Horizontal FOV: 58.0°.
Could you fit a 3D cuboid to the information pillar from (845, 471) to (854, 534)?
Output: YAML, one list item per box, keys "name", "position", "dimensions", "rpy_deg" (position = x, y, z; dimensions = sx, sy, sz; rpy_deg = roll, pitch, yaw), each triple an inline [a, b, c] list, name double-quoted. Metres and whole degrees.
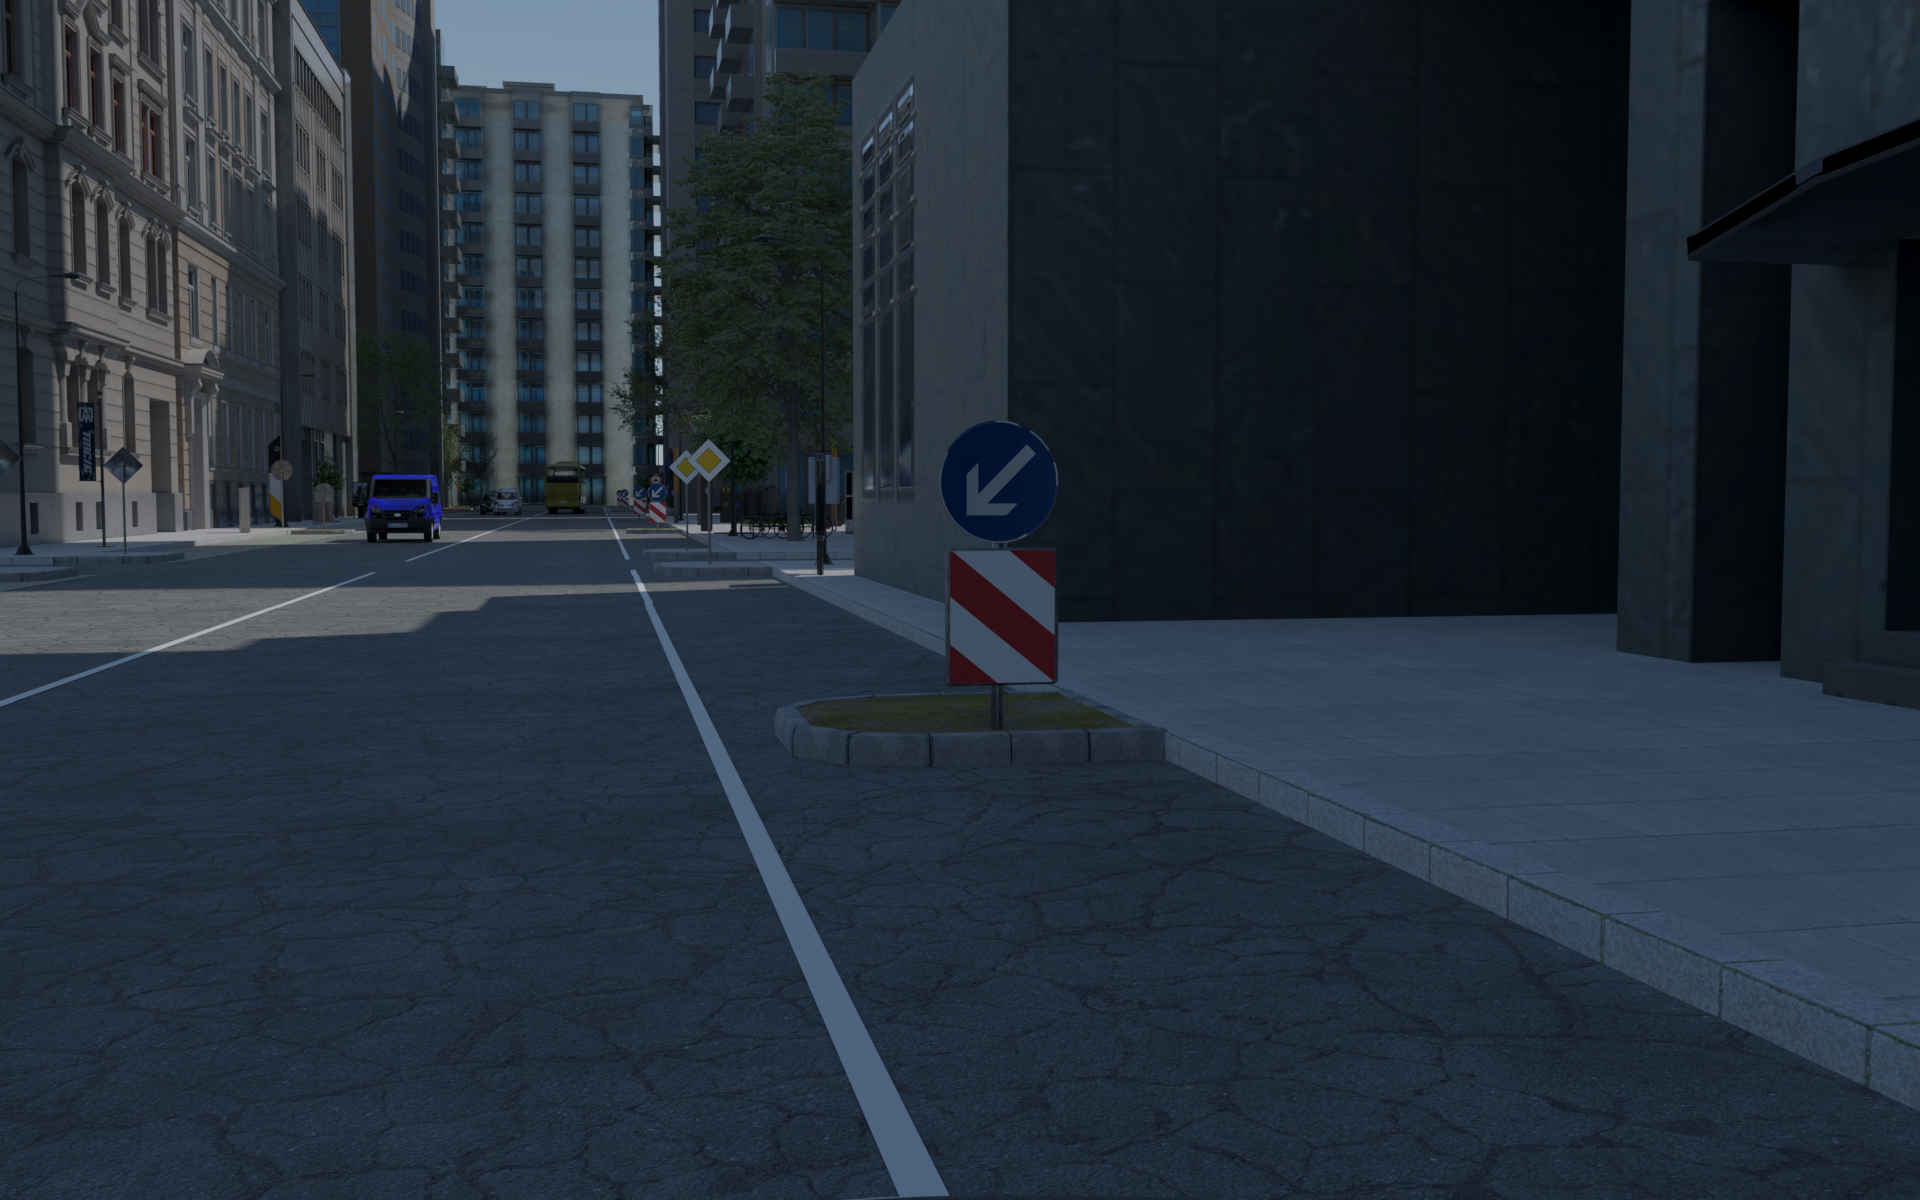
- name: "information pillar"
  position: [-3.496, -3.133, 55.713]
  dimensions: [0.304, 2.012, 0.304]
  rpy_deg: [2, 4, 24]

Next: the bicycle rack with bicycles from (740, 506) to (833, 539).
- name: "bicycle rack with bicycles"
  position: [-5.139, -2.264, 50.407]
  dimensions: [2.925, 0.926, 2.852]
  rpy_deg: [-1, 4, -17]

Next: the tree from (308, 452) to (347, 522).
- name: "tree"
  position: [-28.875, -5.146, 78.744]
  dimensions: [1.663, 3.219, 1.824]
  rpy_deg: [0, 3, 0]

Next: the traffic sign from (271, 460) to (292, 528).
- name: "traffic sign"
  position: [-25.403, -3.963, 64.904]
  dimensions: [0.768, 2.556, 0.104]
  rpy_deg: [0, 4, -4]

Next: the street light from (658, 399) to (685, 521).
- name: "street light"
  position: [-13.903, -6.738, 82.714]
  dimensions: [1.470, 5.913, 1.316]
  rpy_deg: [-1, 4, -12]

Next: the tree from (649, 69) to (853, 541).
- name: "tree"
  position: [-4.573, -7.856, 46.579]
  dimensions: [7.486, 12.596, 7.792]
  rpy_deg: [0, 3, 0]

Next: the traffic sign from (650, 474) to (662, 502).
- name: "traffic sign"
  position: [-19.636, -6.830, 111.775]
  dimensions: [0.768, 2.556, 0.104]
  rpy_deg: [0, 4, -8]

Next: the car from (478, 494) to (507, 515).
- name: "car"
  position: [-32.731, -6.835, 121.531]
  dimensions: [2.009, 1.686, 4.222]
  rpy_deg: [-1, 4, -13]

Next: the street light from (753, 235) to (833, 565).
- name: "street light"
  position: [-3.023, -3.597, 31.350]
  dimensions: [1.470, 5.913, 1.316]
  rpy_deg: [-1, 4, -12]

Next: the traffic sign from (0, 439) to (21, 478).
- name: "traffic sign"
  position: [-16.153, -1.553, 29.041]
  dimensions: [0.795, 2.450, 0.064]
  rpy_deg: [-1, 4, -12]

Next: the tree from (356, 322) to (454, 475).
- name: "tree"
  position: [-34.487, -10.995, 105.517]
  dimensions: [9.928, 11.665, 9.643]
  rpy_deg: [0, 3, 0]

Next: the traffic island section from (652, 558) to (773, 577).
- name: "traffic island section"
  position: [-4.534, -0.565, 31.522]
  dimensions: [2.009, 0.180, 2.903]
  rpy_deg: [-1, 4, -12]

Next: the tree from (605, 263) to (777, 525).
- name: "tree"
  position: [-10.966, -8.340, 70.777]
  dimensions: [7.601, 10.594, 8.767]
  rpy_deg: [-3, 4, -37]

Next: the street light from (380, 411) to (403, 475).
- name: "street light"
  position: [-31.938, -7.629, 97.277]
  dimensions: [1.470, 5.913, 1.316]
  rpy_deg: [-1, 4, -12]

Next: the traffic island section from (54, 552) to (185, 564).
- name: "traffic island section"
  position: [-17.811, -0.895, 36.914]
  dimensions: [2.009, 0.180, 2.903]
  rpy_deg: [-1, 4, -12]

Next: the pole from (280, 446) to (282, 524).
- name: "pole"
  position: [-28.767, -4.865, 73.385]
  dimensions: [0.158, 3.312, 0.155]
  rpy_deg: [0, 3, 0]

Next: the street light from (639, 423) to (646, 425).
- name: "street light"
  position: [-20.230, -8.595, 113.063]
  dimensions: [1.470, 5.913, 1.316]
  rpy_deg: [-1, 4, -12]

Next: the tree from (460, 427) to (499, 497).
- name: "tree"
  position: [-51.490, -14.415, 186.047]
  dimensions: [4.360, 8.622, 3.978]
  rpy_deg: [0, 3, 0]

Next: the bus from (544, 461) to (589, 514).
- name: "bus"
  position: [-29.247, -8.393, 128.774]
  dimensions: [2.896, 3.916, 12.252]
  rpy_deg: [-1, 4, -10]

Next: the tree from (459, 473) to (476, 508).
- name: "tree"
  position: [-45.985, -10.223, 161.743]
  dimensions: [1.663, 3.219, 1.824]
  rpy_deg: [0, 3, 0]

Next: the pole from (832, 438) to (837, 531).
- name: "pole"
  position: [-4.351, -4.039, 59.878]
  dimensions: [0.158, 3.312, 0.155]
  rpy_deg: [0, 3, 0]

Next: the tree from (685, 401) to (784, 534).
- name: "tree"
  position: [-7.248, -4.441, 56.330]
  dimensions: [4.285, 4.588, 4.351]
  rpy_deg: [0, 3, 0]

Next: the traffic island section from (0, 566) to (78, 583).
- name: "traffic island section"
  position: [-16.174, -0.417, 29.098]
  dimensions: [2.009, 0.180, 2.903]
  rpy_deg: [-1, 4, -12]

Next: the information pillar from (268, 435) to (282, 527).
- name: "information pillar"
  position: [-27.047, -4.714, 68.432]
  dimensions: [0.183, 3.616, 0.504]
  rpy_deg: [3, 5, 40]

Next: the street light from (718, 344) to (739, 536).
- name: "street light"
  position: [-7.434, -4.881, 52.352]
  dimensions: [1.470, 5.913, 1.316]
  rpy_deg: [-1, 4, -12]

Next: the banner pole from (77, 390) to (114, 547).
- name: "banner pole"
  position: [-20.845, -3.159, 41.667]
  dimensions: [0.401, 3.779, 0.863]
  rpy_deg: [2, 4, 26]

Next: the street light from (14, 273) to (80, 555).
- name: "street light"
  position: [-19.169, -3.905, 36.386]
  dimensions: [1.470, 5.913, 1.316]
  rpy_deg: [-1, 4, -12]

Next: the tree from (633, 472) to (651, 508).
- name: "tree"
  position: [-30.043, -10.269, 162.502]
  dimensions: [1.663, 3.219, 1.824]
  rpy_deg: [0, 3, 0]

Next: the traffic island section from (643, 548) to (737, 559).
- name: "traffic island section"
  position: [-6.171, -1.043, 39.338]
  dimensions: [2.009, 0.180, 2.903]
  rpy_deg: [-1, 4, -12]

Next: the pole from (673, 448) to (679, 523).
- name: "pole"
  position: [-12.561, -5.061, 76.594]
  dimensions: [0.158, 3.312, 0.155]
  rpy_deg: [0, 3, 0]

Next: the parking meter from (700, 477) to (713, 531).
- name: "parking meter"
  position: [-8.705, -3.292, 59.538]
  dimensions: [0.399, 1.863, 0.255]
  rpy_deg: [-2, 4, -32]

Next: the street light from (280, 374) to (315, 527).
- name: "street light"
  position: [-25.600, -5.773, 66.931]
  dimensions: [1.470, 5.913, 1.316]
  rpy_deg: [-1, 4, -12]

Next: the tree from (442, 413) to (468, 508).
- name: "tree"
  position: [-45.987, -12.539, 155.370]
  dimensions: [4.737, 8.622, 4.395]
  rpy_deg: [0, 3, 0]
